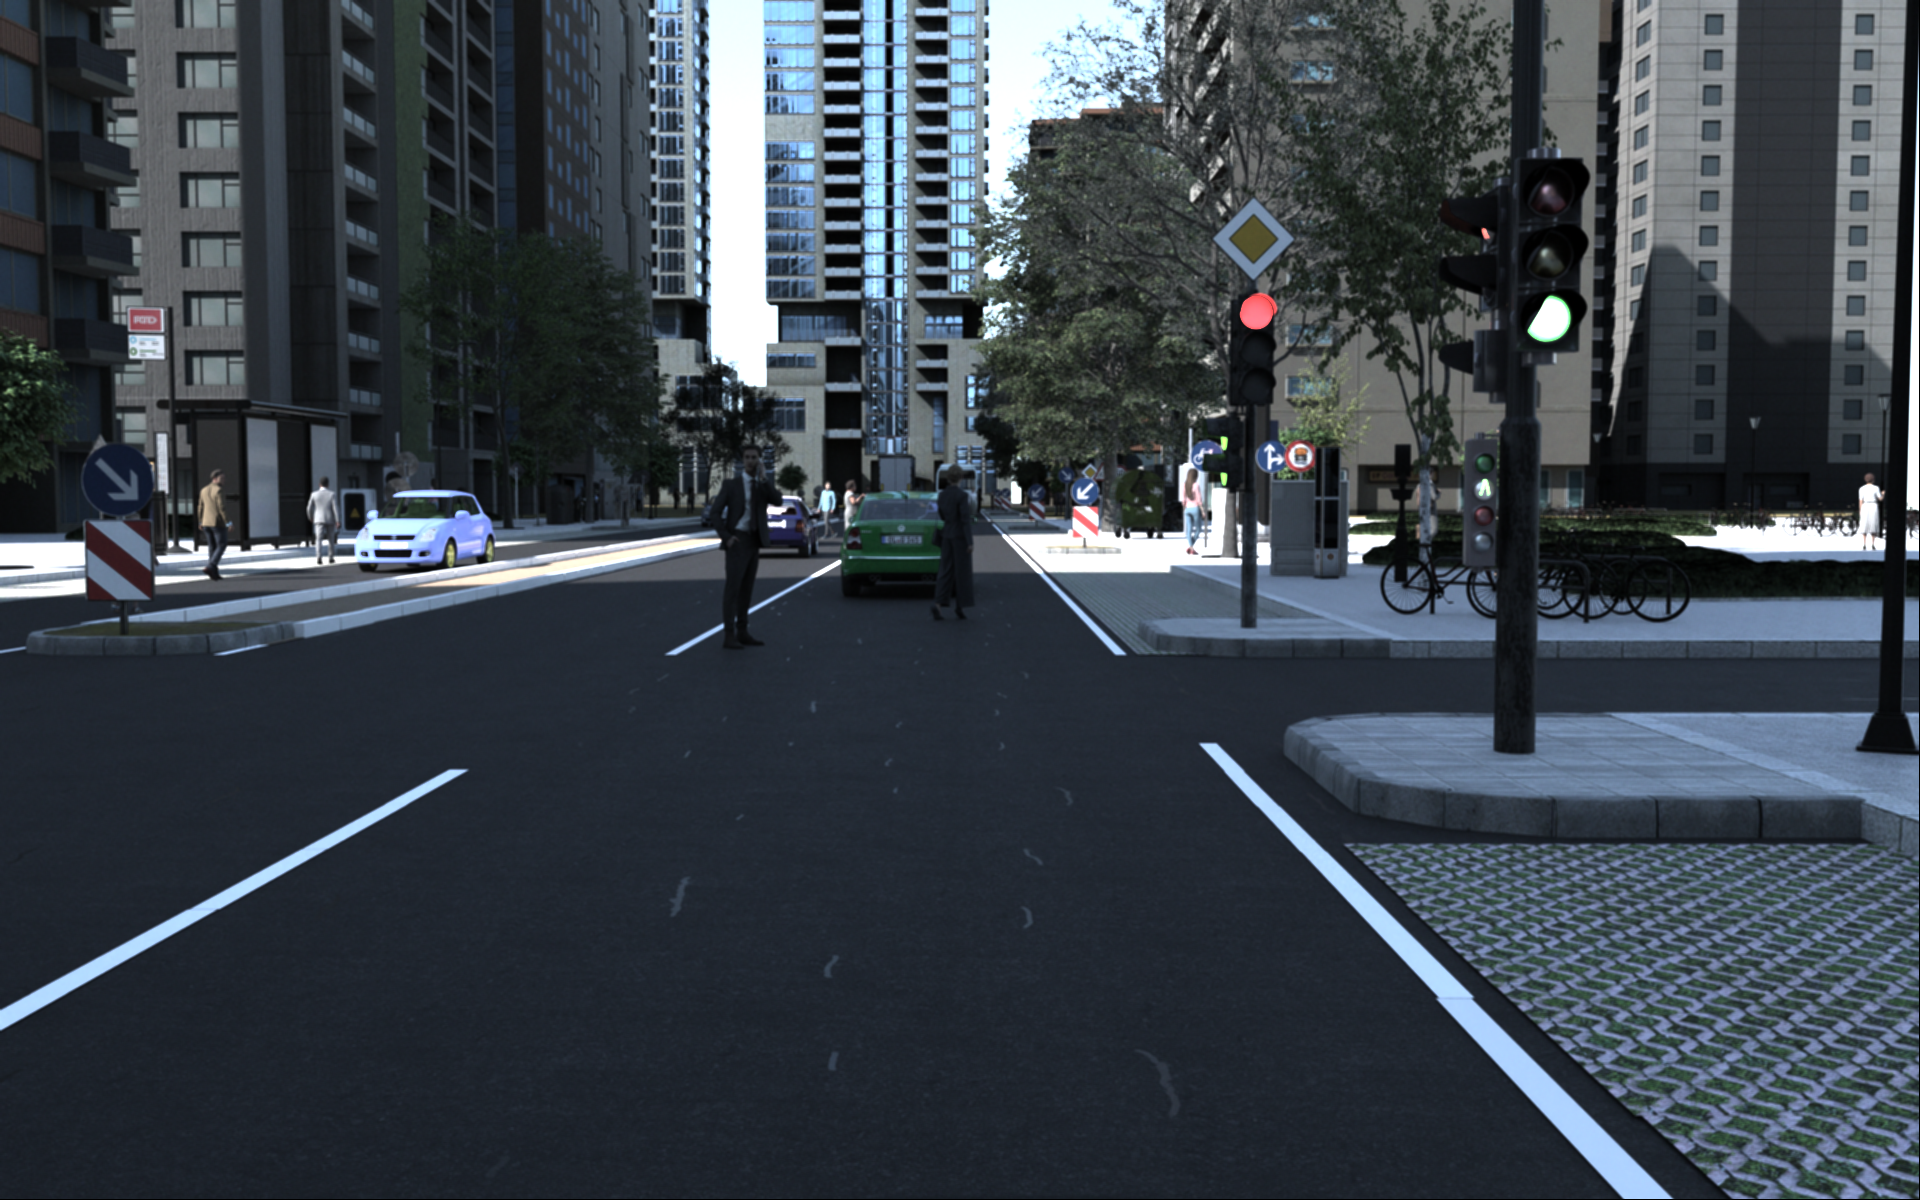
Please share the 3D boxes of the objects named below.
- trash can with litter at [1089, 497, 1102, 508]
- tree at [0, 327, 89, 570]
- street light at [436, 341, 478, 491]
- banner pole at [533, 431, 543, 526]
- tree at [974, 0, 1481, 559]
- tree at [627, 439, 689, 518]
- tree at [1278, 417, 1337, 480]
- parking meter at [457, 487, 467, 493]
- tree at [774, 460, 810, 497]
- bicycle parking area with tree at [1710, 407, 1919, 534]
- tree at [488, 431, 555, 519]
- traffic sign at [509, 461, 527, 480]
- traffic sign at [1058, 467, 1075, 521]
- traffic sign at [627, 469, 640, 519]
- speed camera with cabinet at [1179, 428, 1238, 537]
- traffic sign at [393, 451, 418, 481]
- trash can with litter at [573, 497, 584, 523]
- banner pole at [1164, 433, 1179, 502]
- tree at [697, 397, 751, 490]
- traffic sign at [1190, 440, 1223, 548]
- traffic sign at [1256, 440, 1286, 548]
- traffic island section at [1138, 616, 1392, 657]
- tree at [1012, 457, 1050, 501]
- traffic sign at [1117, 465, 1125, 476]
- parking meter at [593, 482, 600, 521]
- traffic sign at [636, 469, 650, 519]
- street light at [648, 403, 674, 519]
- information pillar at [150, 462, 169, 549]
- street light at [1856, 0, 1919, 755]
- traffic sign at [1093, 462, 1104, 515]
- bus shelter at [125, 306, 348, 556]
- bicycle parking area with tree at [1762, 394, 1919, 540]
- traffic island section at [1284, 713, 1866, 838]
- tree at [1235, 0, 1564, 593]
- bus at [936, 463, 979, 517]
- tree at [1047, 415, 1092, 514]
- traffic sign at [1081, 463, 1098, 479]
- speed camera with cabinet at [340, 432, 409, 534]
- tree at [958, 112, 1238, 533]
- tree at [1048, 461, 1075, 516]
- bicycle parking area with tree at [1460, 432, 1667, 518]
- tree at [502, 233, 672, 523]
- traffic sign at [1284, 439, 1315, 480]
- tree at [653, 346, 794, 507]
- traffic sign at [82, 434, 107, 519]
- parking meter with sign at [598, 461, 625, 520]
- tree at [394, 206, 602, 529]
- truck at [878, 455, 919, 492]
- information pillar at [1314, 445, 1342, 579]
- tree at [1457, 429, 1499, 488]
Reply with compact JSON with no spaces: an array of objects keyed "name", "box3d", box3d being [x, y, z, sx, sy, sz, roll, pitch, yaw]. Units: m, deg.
[{"name":"trash can with litter","box3d":[6.351,-4.452,84.180,1.055,1.170,0.624,-2,4,-35]},{"name":"tree","box3d":[-16.626,-2.807,29.610,4.285,4.588,4.351,0,3,0]},{"name":"street light","box3d":[-15.312,-4.902,52.689,1.470,5.913,1.316,0,3,0]},{"name":"banner pole","box3d":[-16.829,-4.833,69.044,0.401,3.779,0.863,-1,4,-18]},{"name":"tree","box3d":[5.459,-7.572,34.179,12.009,13.543,11.850,0,3,0]},{"name":"tree","box3d":[-16.167,-6.648,92.415,4.285,4.588,4.351,0,3,0]},{"name":"tree","box3d":[14.562,-5.488,73.436,4.285,4.588,4.351,0,3,0]},{"name":"parking meter","box3d":[-18.846,-3.495,65.561,0.372,1.533,0.369,0,3,0]},{"name":"tree","box3d":[-16.182,-11.207,166.940,4.285,4.588,4.351,0,3,0]},{"name":"bicycle parking area with tree","box3d":[31.812,-4.692,63.717,8.231,4.147,9.016,1,4,17]},{"name":"tree","box3d":[-22.830,-6.483,89.715,4.285,4.588,4.351,0,3,0]},{"name":"traffic sign","box3d":[-17.399,-4.171,67.930,0.795,2.593,0.064,0,4,3]},{"name":"traffic sign","box3d":[5.025,-5.001,81.880,0.768,2.556,0.104,0,4,2]},{"name":"traffic sign","box3d":[-16.947,-5.529,90.401,0.884,2.594,0.081,1,4,9]},{"name":"speed camera with cabinet","box3d":[7.645,-3.531,52.072,2.038,3.252,0.660,2,4,27]},{"name":"traffic sign","box3d":[-16.432,-3.134,51.352,0.768,2.556,0.104,0,4,4]},{"name":"trash can with litter","box3d":[-17.402,-4.042,77.473,1.055,1.170,0.624,-2,4,-32]},{"name":"banner pole","box3d":[8.472,-4.829,68.967,0.863,3.779,0.401,-1,4,-22]},{"name":"tree","box3d":[-16.561,-10.525,122.449,4.360,8.622,3.978,0,3,0]},{"name":"traffic sign","box3d":[5.830,-2.502,41.008,0.768,2.556,0.104,0,4,8]},{"name":"traffic sign","box3d":[7.413,-2.514,41.211,0.768,2.556,0.104,0,4,1]},{"name":"traffic island section","box3d":[2.797,0.344,16.650,2.009,0.180,2.903,0,3,0]},{"name":"tree","box3d":[5.495,-9.321,136.107,4.285,4.588,4.351,0,3,0]},{"name":"traffic sign","box3d":[6.968,-4.624,75.714,0.768,2.556,0.104,0,4,7]},{"name":"parking meter","box3d":[-18.978,-5.194,90.629,0.255,1.863,0.399,-1,4,-11]},{"name":"traffic sign","box3d":[-16.407,-5.475,89.617,0.768,2.556,0.104,0,4,5]},{"name":"street light","box3d":[-15.210,-7.067,88.092,1.470,5.913,1.316,0,3,0]},{"name":"information pillar","box3d":[-18.706,-2.197,40.417,0.304,2.012,0.304,3,5,44]},{"name":"street light","box3d":[4.118,-2.200,8.514,1.470,5.913,1.316,0,3,0]},{"name":"traffic sign","box3d":[5.815,-4.317,70.579,0.884,2.594,0.081,0,4,6]},{"name":"bus shelter","box3d":[-16.696,-3.801,39.786,2.179,5.291,8.768,0,4,0]},{"name":"bicycle parking area with tree","box3d":[28.740,-3.926,51.186,8.231,4.147,9.016,-1,4,-22]},{"name":"traffic island section","box3d":[2.780,0.833,8.665,2.009,0.180,2.903,0,3,0]},{"name":"tree","box3d":[5.817,-4.397,22.258,4.737,8.622,4.395,0,3,0]},{"name":"bus","box3d":[-0.176,-7.228,113.043,2.948,3.499,13.247,0,4,0]},{"name":"tree","box3d":[6.382,-9.808,110.724,4.737,8.622,4.395,0,3,0]},{"name":"traffic sign","box3d":[5.549,-4.514,73.529,0.795,2.593,0.064,1,4,10]},{"name":"speed camera with cabinet","box3d":[-18.688,-3.729,55.298,2.038,3.252,0.660,0,4,-2]},{"name":"tree","box3d":[4.909,-9.211,57.253,9.857,13.997,8.962,0,3,0]},{"name":"tree","box3d":[5.552,-6.424,99.636,1.663,3.219,1.824,0,3,0]},{"name":"bicycle parking area with tree","box3d":[27.479,-5.634,79.119,8.231,4.147,9.016,-2,4,-24]},{"name":"tree","box3d":[-16.765,-9.667,76.182,7.486,12.596,7.792,0,3,0]},{"name":"traffic sign","box3d":[7.933,-2.464,40.399,0.768,2.556,0.104,0,4,2]},{"name":"tree","box3d":[-15.866,-10.700,109.350,7.601,10.594,8.767,3,5,40]},{"name":"traffic sign","box3d":[-18.672,-2.302,37.647,0.884,2.594,0.081,0,4,7]},{"name":"parking meter with sign","box3d":[-17.518,-5.491,86.047,1.738,3.016,0.543,-3,5,-39]},{"name":"tree","box3d":[-16.765,-8.421,63.431,9.928,11.665,9.643,0,3,0]},{"name":"truck","box3d":[-4.601,-8.549,128.683,2.839,4.237,11.283,0,3,0]},{"name":"information pillar","box3d":[5.570,-1.332,26.266,0.304,2.012,0.304,-1,4,-11]},{"name":"tree","box3d":[26.707,-6.340,87.377,4.285,4.588,4.351,0,3,0]}]
